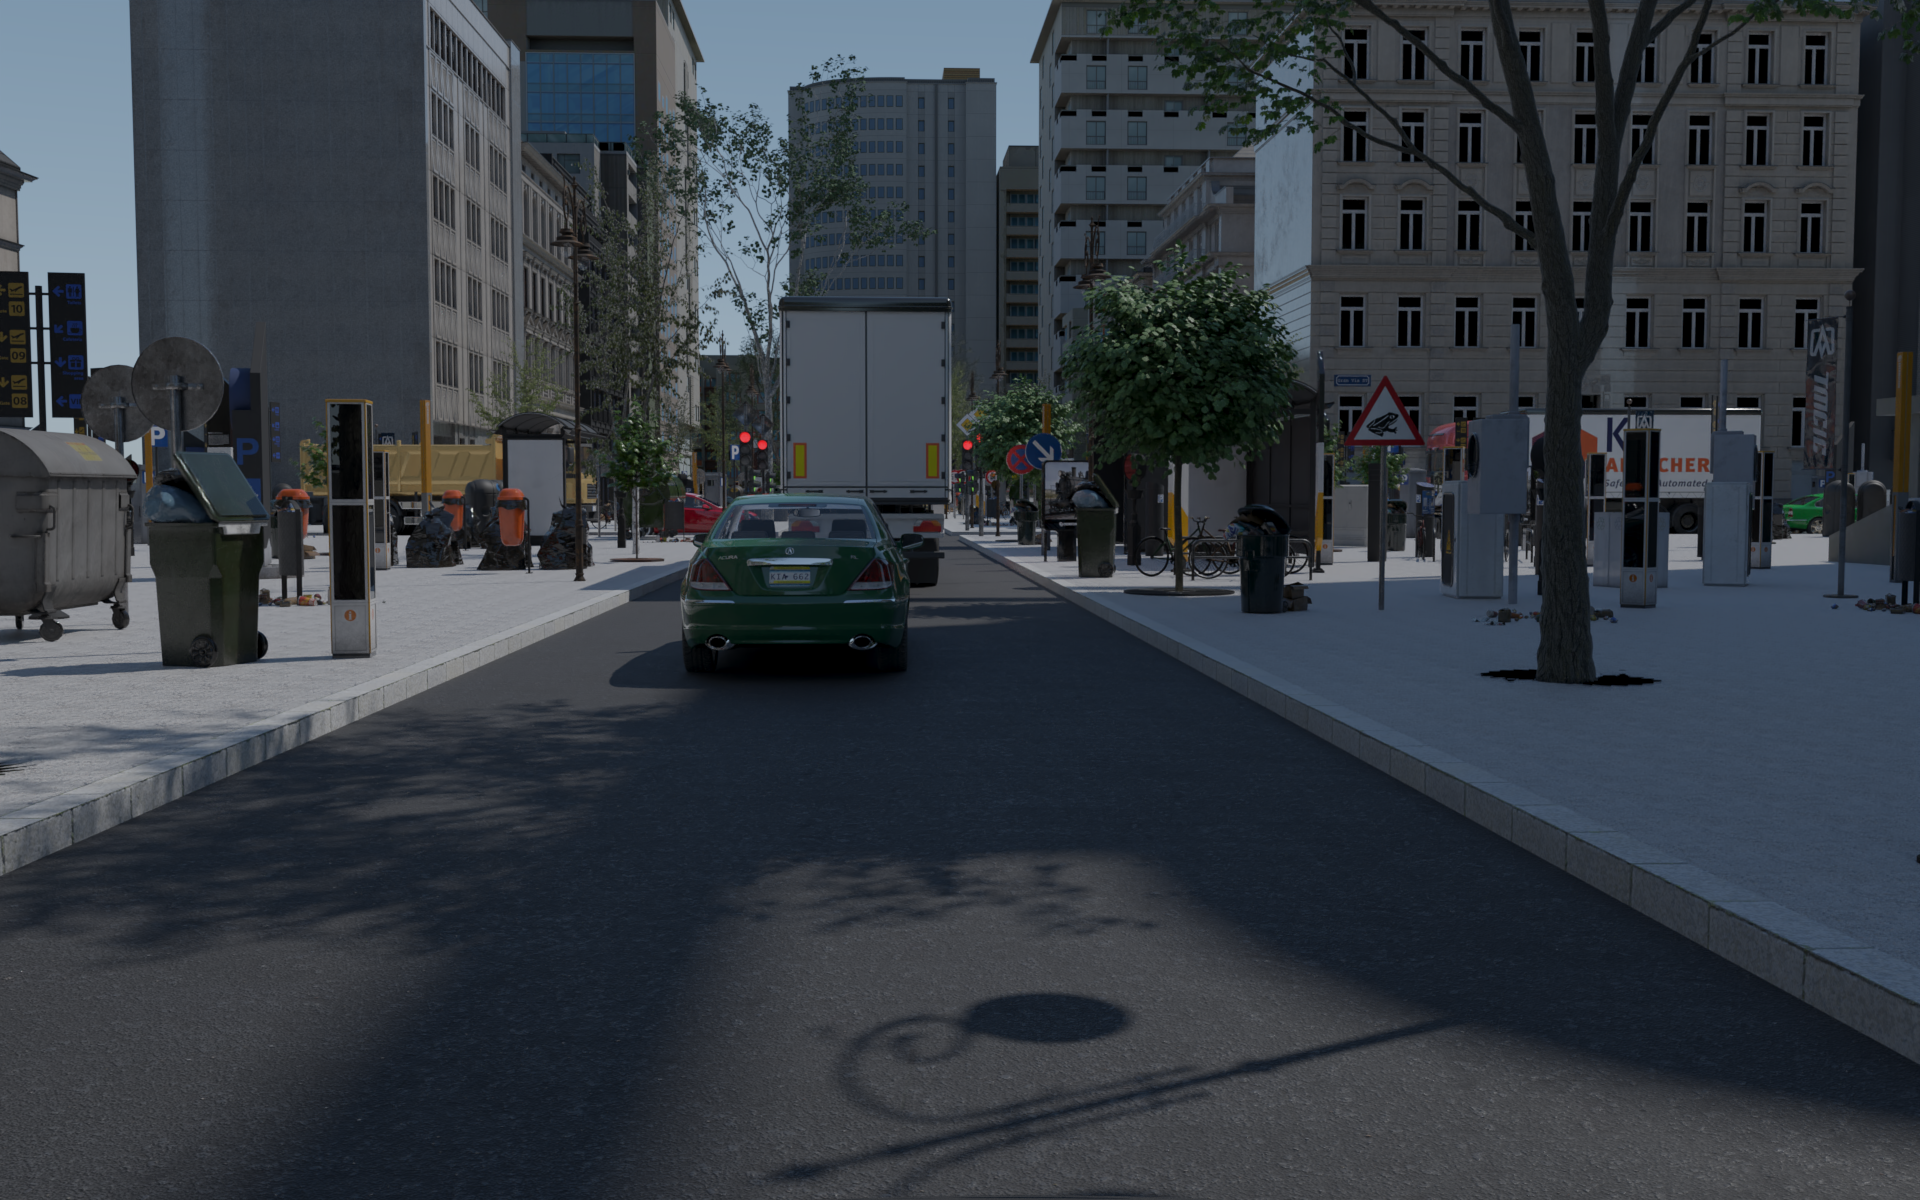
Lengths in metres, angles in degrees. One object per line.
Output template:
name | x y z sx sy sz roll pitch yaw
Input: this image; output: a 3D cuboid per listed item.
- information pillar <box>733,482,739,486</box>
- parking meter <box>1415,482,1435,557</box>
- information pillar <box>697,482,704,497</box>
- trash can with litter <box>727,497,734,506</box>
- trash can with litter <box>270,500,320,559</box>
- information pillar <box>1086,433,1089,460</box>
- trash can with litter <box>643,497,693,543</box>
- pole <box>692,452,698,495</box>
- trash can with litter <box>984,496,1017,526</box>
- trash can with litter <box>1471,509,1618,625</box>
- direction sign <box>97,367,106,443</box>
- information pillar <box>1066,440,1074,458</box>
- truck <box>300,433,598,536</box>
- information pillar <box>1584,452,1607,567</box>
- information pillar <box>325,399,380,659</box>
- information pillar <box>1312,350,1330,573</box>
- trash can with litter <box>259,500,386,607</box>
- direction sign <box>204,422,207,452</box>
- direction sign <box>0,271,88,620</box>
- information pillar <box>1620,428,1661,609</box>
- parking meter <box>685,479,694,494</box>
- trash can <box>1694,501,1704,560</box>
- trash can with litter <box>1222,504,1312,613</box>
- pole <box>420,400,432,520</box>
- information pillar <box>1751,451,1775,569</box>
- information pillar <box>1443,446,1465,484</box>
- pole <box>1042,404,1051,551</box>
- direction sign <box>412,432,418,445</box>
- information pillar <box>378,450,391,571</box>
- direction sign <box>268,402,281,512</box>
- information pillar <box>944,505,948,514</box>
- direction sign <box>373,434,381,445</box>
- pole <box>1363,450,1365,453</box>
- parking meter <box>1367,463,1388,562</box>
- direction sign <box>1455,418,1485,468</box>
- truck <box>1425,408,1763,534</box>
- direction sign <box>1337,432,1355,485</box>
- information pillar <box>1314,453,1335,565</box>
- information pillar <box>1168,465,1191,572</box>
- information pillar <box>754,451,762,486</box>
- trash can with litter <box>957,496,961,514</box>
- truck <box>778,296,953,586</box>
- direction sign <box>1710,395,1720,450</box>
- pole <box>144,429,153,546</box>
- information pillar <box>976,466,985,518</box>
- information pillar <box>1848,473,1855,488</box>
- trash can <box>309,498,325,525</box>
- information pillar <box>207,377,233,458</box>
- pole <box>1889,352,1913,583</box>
information pillar | -13.127 -5.938 101.582 0.304 2.012 0.304 -1 4 -21
parking meter | 9.459 -1.640 35.224 0.372 1.533 0.369 0 3 0
information pillar | -13.413 -5.209 89.660 0.304 2.012 0.304 0 3 0
trash can with litter | -10.134 -4.056 77.708 1.055 1.170 0.624 3 5 43
trash can with litter | -13.183 -1.401 34.296 1.055 1.170 0.624 1 4 16
information pillar | 4.918 -4.604 66.626 0.183 3.616 0.504 0 4 -2
trash can with litter | -7.239 -2.146 46.145 2.233 1.210 1.678 0 4 1
pole | -12.928 -5.540 84.420 0.158 3.312 0.155 0 3 0
trash can with litter | 1.681 -3.607 70.026 2.233 1.210 1.678 -3 4 -38
trash can with litter | 5.921 -0.409 17.750 2.233 1.210 1.678 -3 4 -38
direction sign | -15.687 -2.401 31.253 0.876 3.537 0.379 2 4 29
information pillar | 4.603 -4.976 72.704 0.183 3.616 0.504 -2 4 -27
truck | -15.846 -3.652 55.640 9.791 3.379 3.469 0 4 -1
information pillar | 11.263 -1.602 30.689 0.304 2.012 0.304 1 4 13
information pillar | -4.775 -0.557 13.600 0.304 2.012 0.304 -1 4 -9
information pillar | 5.837 -2.248 28.102 0.183 3.616 0.504 0 4 7
trash can with litter | -7.927 -0.574 20.449 1.678 1.210 2.233 -3 5 -40
direction sign | -17.219 -2.936 40.005 0.876 3.537 0.379 3 5 41
direction sign | -9.385 -1.574 17.737 0.876 3.537 0.379 -1 4 -12
information pillar | 7.665 -0.919 19.517 0.304 2.012 0.304 -3 5 -44
parking meter | -9.804 -3.477 62.559 0.399 1.863 0.255 -1 4 -19
trash can | 14.597 -1.337 33.506 0.748 1.137 0.748 0 3 0
trash can with litter | 3.381 -0.460 18.905 0.624 1.170 1.055 3 5 40
pole | -11.613 -2.682 37.686 0.158 3.312 0.155 0 3 0
information pillar | 13.690 -1.539 29.651 0.304 2.012 0.304 -2 4 -29
information pillar | 7.663 -1.372 26.925 0.304 2.012 0.304 1 4 21
pole | 1.960 -2.781 39.318 0.158 3.312 0.155 0 3 0
direction sign | -19.889 -4.360 63.282 0.379 3.537 0.876 -2 4 -29
information pillar | -9.771 -1.506 29.116 0.304 2.012 0.304 0 4 -6
direction sign | -16.924 -3.085 42.435 0.379 3.537 0.876 1 4 15
information pillar | -0.977 -7.224 109.463 0.504 3.616 0.183 -2 4 -32
direction sign | -21.850 -4.456 64.855 0.876 3.537 0.379 -2 4 -31
pole | 14.270 -4.107 60.990 0.158 3.312 0.155 0 3 0
parking meter | 7.938 -1.663 32.909 0.255 1.863 0.399 3 4 38
direction sign | 15.092 -3.628 51.322 0.876 3.537 0.379 0 4 0
truck | 20.634 -4.214 57.819 11.283 4.237 2.839 0 4 -2
direction sign | 13.996 -4.337 62.905 0.876 3.537 0.379 -2 4 -34
information pillar | 6.588 -1.641 31.315 0.304 2.012 0.304 0 4 3
information pillar | 3.587 -2.263 28.358 0.183 3.616 0.504 3 5 41
information pillar | -9.919 -5.733 85.082 0.504 3.616 0.183 0 4 -8
trash can with litter | 0.172 -5.999 109.471 0.624 1.170 1.055 -1 4 -8
truck | -1.741 -2.527 30.235 2.839 4.237 11.283 0 4 -4
direction sign | 17.406 -2.933 39.945 0.379 3.537 0.876 2 4 35
pole | -20.162 -3.011 43.068 0.158 3.312 0.155 0 3 0
information pillar | 1.090 -6.119 91.408 0.504 3.616 0.183 1 4 12
information pillar | 31.498 -3.483 61.444 0.304 2.012 0.304 -1 4 -17
trash can | -26.510 -3.650 71.334 0.748 1.137 0.748 0 3 0
information pillar | -13.145 -2.411 30.771 0.504 3.616 0.183 1 4 13
pole | 13.568 -1.903 24.963 0.158 3.312 0.155 0 3 0
